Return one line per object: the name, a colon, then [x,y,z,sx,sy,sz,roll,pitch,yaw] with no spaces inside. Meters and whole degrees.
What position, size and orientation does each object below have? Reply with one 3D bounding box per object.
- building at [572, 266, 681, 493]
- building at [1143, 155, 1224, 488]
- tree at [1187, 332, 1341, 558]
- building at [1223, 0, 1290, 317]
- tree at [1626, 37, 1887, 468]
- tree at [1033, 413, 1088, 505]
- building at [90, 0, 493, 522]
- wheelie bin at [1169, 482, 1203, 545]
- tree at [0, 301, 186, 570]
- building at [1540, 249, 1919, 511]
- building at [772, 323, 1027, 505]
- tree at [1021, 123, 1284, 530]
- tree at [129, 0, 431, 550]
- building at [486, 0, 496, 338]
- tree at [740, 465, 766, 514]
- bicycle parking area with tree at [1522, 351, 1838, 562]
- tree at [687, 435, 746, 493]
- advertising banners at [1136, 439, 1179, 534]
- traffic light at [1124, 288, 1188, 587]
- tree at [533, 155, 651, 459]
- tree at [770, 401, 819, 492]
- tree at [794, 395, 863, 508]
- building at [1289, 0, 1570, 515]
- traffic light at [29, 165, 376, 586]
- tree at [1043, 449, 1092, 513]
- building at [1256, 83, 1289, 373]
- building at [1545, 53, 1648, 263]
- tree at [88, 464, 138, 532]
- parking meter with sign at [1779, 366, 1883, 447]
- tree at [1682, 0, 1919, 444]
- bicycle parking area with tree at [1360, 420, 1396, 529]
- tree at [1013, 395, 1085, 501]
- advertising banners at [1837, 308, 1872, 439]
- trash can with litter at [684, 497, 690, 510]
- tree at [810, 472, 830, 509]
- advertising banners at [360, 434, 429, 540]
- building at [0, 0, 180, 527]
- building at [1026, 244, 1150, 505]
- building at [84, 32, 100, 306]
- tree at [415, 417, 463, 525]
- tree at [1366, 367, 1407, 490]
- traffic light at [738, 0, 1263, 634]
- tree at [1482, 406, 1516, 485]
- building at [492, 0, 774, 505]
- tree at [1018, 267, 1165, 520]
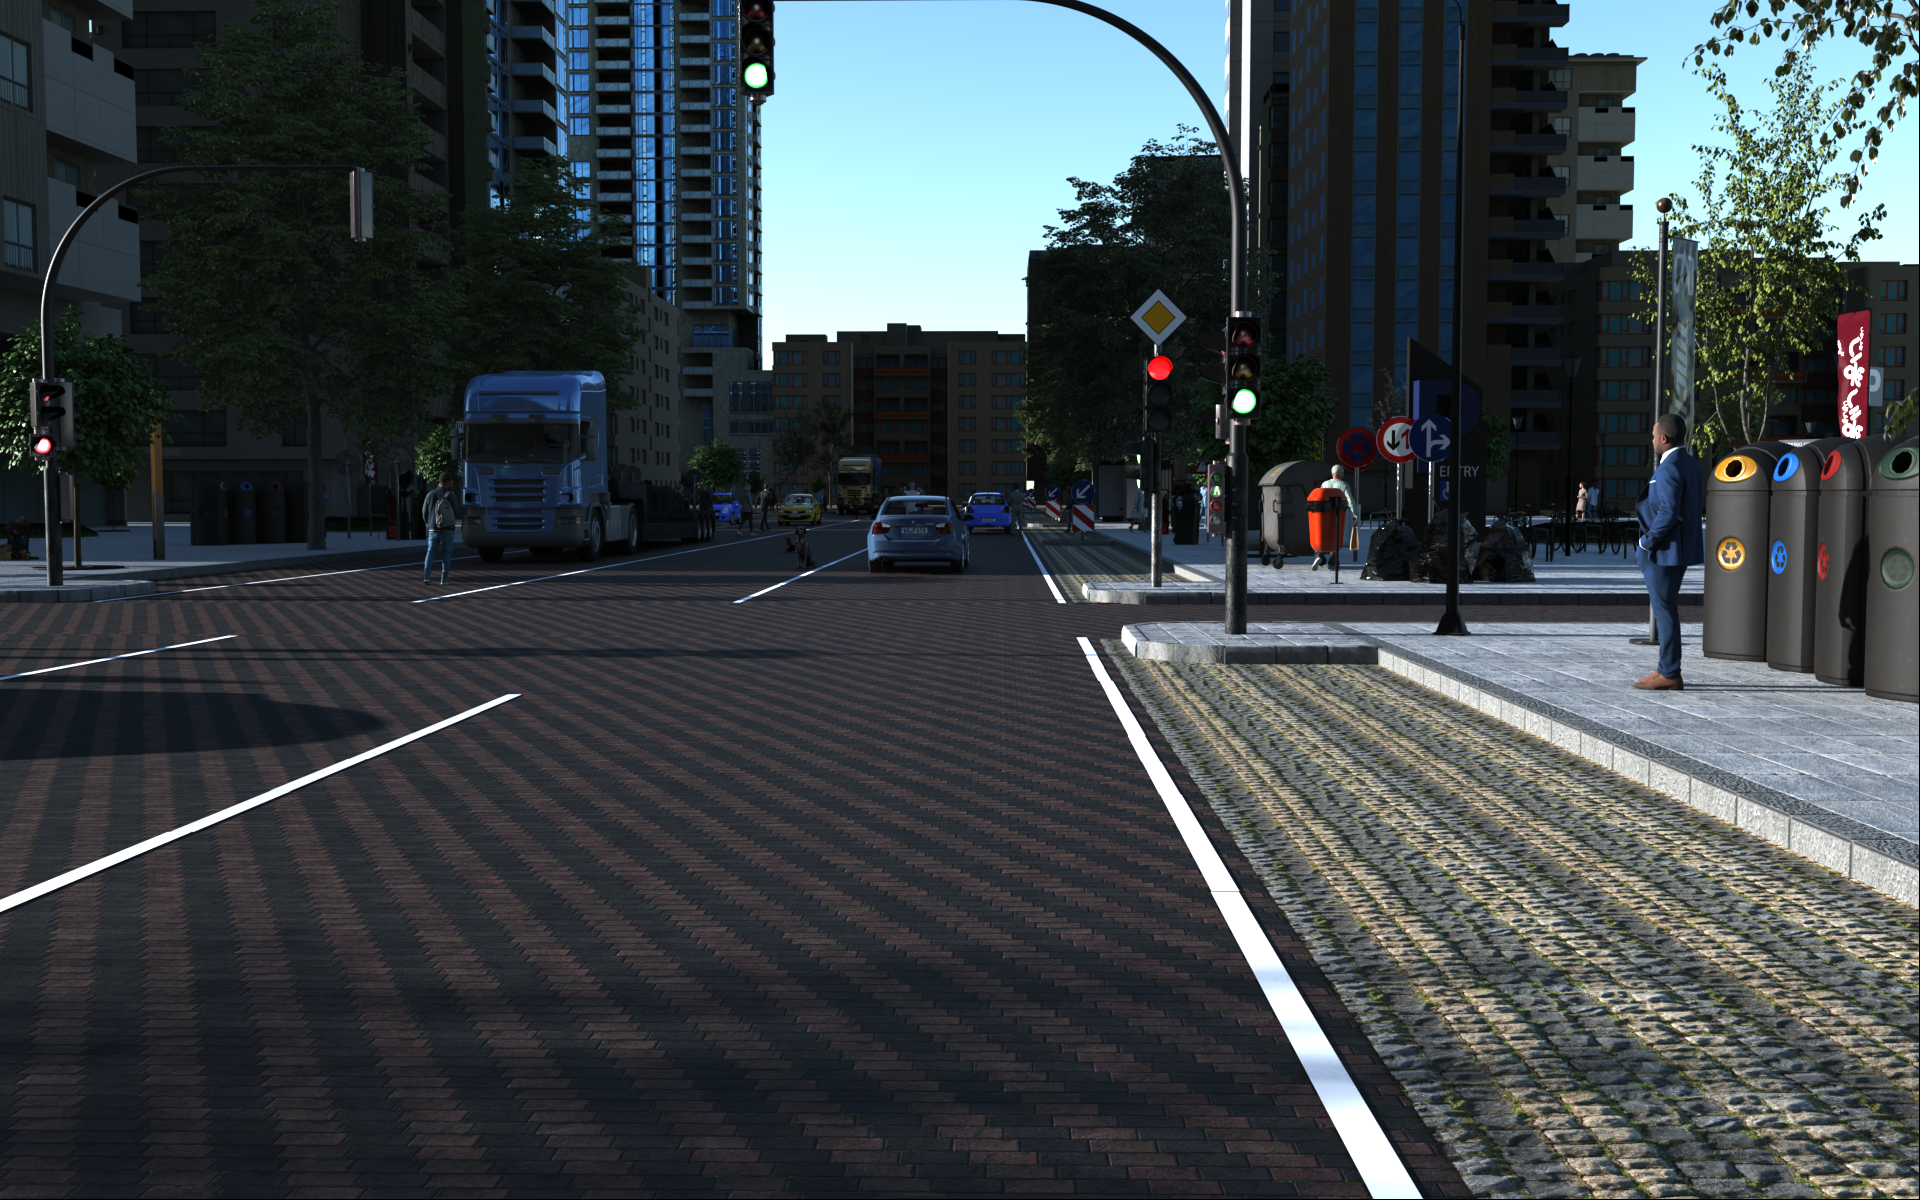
building: [-40.892,-18.539,148.155,28.899,21.520,27.650,0,4,1]
building: [28.932,-31.761,202.883,14.086,41.232,14.154,0,4,1]
tree: [6.136,-3.156,35.315,4.285,4.588,4.351,0,3,0]
building: [32.808,-36.901,145.329,21.231,58.520,28.212,0,4,1]
tree: [13.216,-4.799,28.822,4.737,8.622,4.395,0,3,0]
tree: [8.173,-10.663,108.750,7.601,10.594,8.767,0,4,-5]
building: [-31.635,-19.106,84.083,14.160,30.474,14.107,0,4,1]
wheelie bin: [5.789,-2.208,44.017,0.693,1.594,0.980,1,4,20]
tree: [-15.096,-2.809,29.646,4.285,4.588,4.351,0,3,0]
building: [63.402,-18.382,145.580,28.899,21.520,27.650,0,4,1]
building: [-6.558,-22.349,210.440,28.899,21.520,27.650,0,4,1]
tree: [6.672,-9.463,61.368,9.857,13.997,8.962,0,3,0]
tree: [-15.261,-7.431,39.626,7.486,12.596,7.792,0,3,0]
building: [-37.973,-48.985,113.571,22.319,86.520,31.000,0,4,1]
tree: [-13.393,-7.182,112.022,1.663,3.219,1.824,0,3,0]
bicycle parking area with tree: [15.204,-2.963,35.448,8.231,4.147,9.016,1,4,23]
tree: [-13.680,-6.961,97.527,4.285,4.588,4.351,0,3,0]
advertising banners: [6.461,-3.603,55.092,2.074,3.025,0.090,3,5,39]
traffic light: [2.694,-2.134,23.810,0.839,4.253,0.868,0,4,1]
tree: [-14.125,-8.569,58.229,7.486,12.596,7.792,0,3,0]
tree: [-13.064,-11.351,135.950,4.360,8.622,3.978,0,3,0]
tree: [-12.472,-13.973,162.878,7.601,10.594,8.767,-3,5,-40]
building: [28.784,-28.072,109.080,14.600,45.320,14.200,0,4,1]
traffic light: [-10.571,-3.025,24.134,4.771,5.953,1.251,0,4,1]
tree: [7.816,-8.351,120.260,4.285,4.588,4.351,0,3,0]
building: [28.345,-21.618,125.162,14.160,30.474,14.107,0,4,1]
building: [65.335,-37.901,208.913,27.495,52.752,28.713,0,4,1]
tree: [-28.833,-3.950,59.182,1.663,3.219,1.824,0,3,0]
parking meter with sign: [11.957,-1.722,24.412,0.543,3.016,1.738,-2,4,-34]
tree: [5.344,-3.549,8.388,4.360,8.622,3.978,0,3,0]
bicycle parking area with tree: [18.364,-4.788,65.288,9.016,4.147,8.231,-3,4,-37]
tree: [9.242,-14.829,168.207,9.928,11.665,9.643,0,3,0]
advertising banners: [8.595,-1.200,15.811,0.090,3.025,2.074,0,4,-6]
trash can with litter: [-13.844,-4.726,88.661,1.055,1.170,0.624,-1,4,-10]
tree: [-12.423,-9.641,152.234,1.663,3.219,1.824,0,3,0]
advertising banners: [-15.927,-3.215,48.756,2.074,3.025,0.090,1,4,13]
building: [-45.051,-28.484,54.956,28.713,52.752,27.495,0,4,1]
building: [14.835,-26.400,203.339,14.107,30.474,14.160,0,4,1]
building: [-67.385,-27.765,145.836,23.993,40.220,32.217,0,4,1]
tree: [-21.375,-5.472,73.184,4.285,4.588,4.351,0,3,0]
tree: [24.440,-8.924,96.262,4.360,8.622,3.978,0,3,0]
traffic light: [0.416,-2.512,15.734,4.771,5.953,1.251,0,4,1]
tree: [17.240,-4.601,58.936,4.285,4.588,4.351,0,3,0]
building: [-36.759,-54.692,206.880,31.000,86.520,22.319,0,4,1]
tree: [6.322,-10.249,85.697,7.486,12.596,7.792,0,3,0]
